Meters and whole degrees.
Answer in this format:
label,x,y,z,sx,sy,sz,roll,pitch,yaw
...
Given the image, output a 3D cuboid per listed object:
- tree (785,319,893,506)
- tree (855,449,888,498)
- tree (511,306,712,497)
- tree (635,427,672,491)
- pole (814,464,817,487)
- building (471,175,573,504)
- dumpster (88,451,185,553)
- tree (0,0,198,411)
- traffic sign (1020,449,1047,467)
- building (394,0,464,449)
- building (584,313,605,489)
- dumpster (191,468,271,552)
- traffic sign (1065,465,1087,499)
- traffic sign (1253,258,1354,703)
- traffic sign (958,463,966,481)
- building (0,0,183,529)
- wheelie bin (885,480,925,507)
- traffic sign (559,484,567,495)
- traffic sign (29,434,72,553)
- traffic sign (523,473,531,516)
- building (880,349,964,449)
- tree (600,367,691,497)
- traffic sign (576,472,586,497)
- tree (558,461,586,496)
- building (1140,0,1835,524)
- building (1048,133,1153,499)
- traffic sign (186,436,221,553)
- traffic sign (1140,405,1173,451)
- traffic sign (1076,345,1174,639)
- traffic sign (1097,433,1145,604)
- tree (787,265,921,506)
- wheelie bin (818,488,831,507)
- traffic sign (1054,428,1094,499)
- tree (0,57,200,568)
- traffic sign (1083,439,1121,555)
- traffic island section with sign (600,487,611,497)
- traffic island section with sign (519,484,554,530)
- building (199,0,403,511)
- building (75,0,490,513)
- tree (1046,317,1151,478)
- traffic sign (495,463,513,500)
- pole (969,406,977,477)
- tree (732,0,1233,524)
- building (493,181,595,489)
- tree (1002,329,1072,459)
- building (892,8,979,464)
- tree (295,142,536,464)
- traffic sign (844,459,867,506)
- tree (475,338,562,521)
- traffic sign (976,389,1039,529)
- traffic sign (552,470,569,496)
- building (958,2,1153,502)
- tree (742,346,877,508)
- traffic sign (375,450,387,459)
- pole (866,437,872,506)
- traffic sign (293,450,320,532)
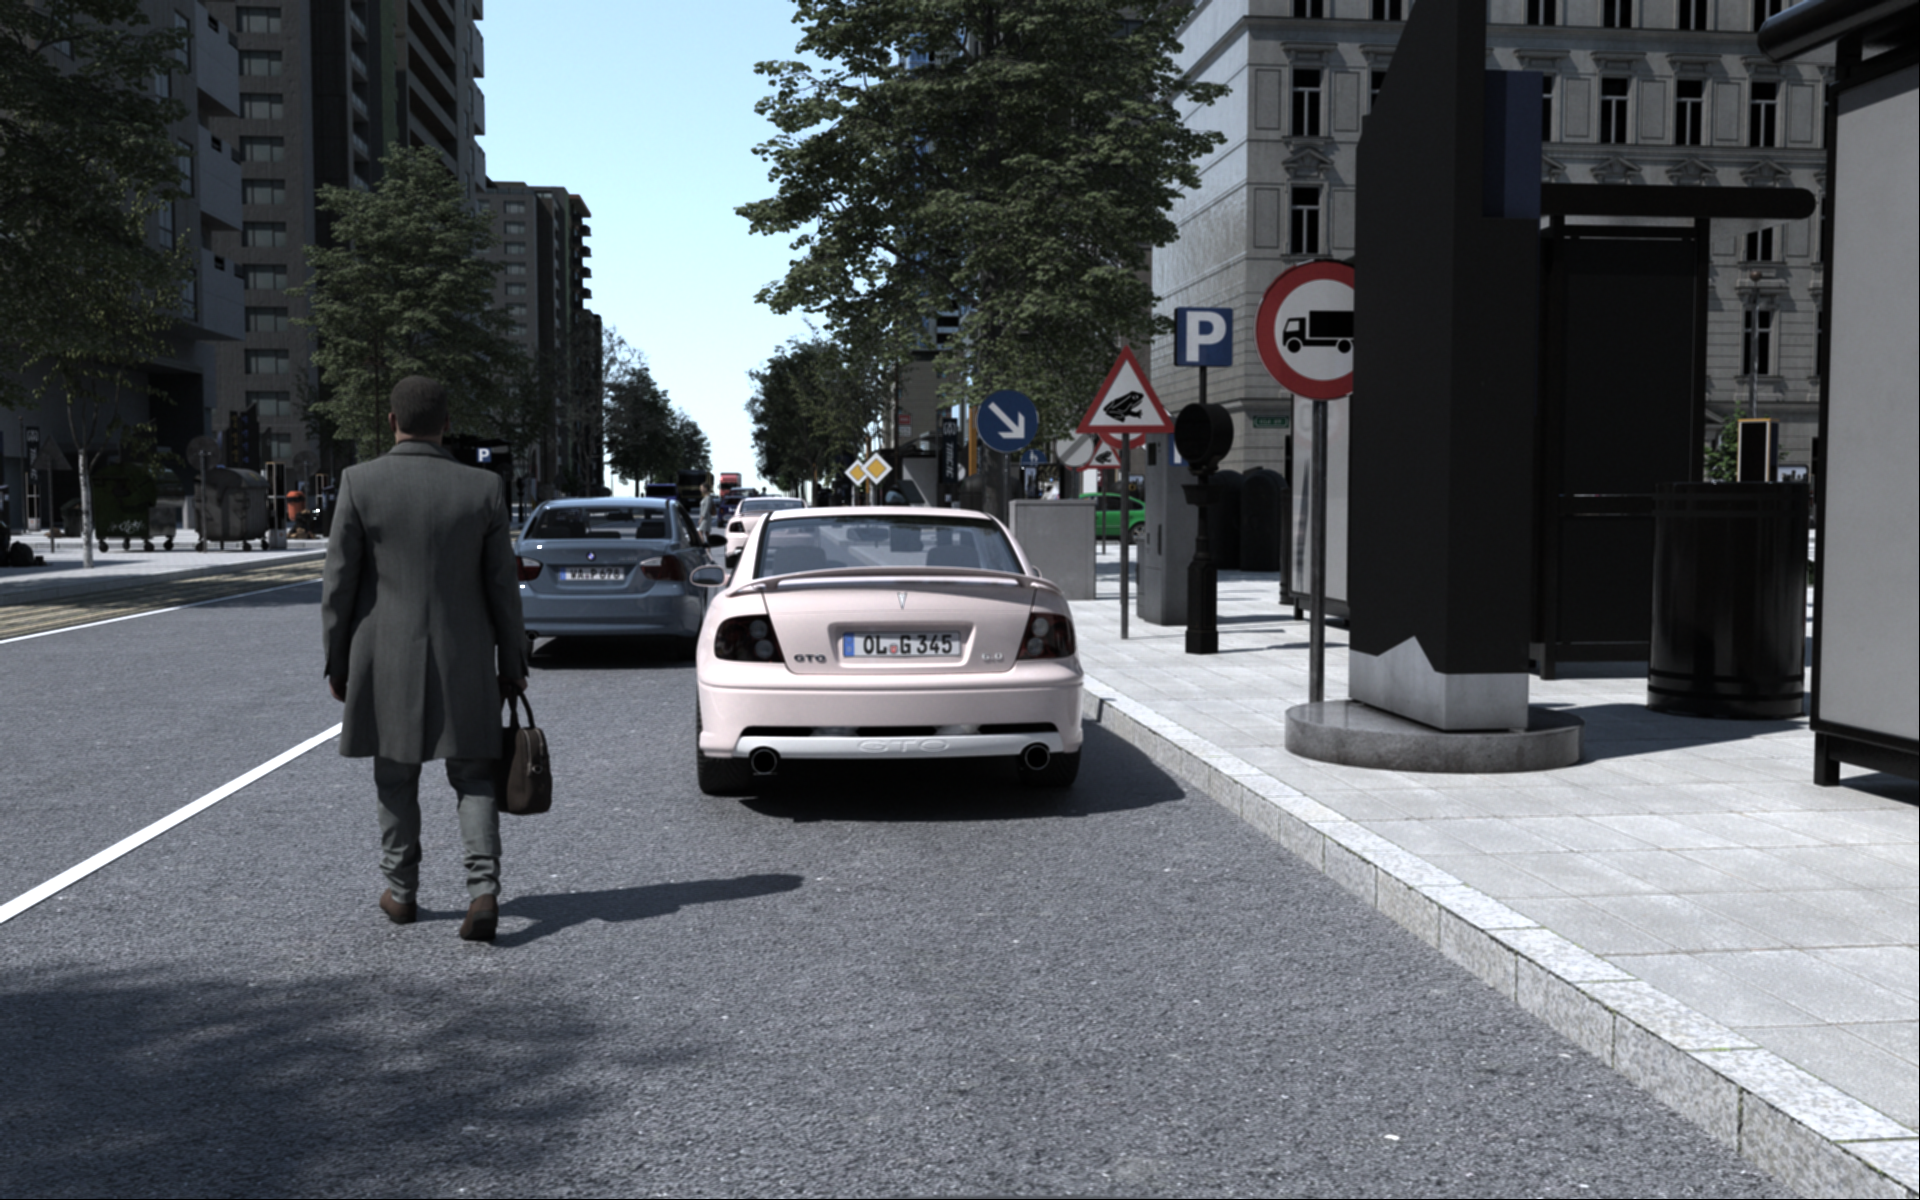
label,x,y,z,sx,sy,sz,roll,pitch,yaw
tree,-4.462,-7.252,68.936,4.737,8.622,4.395,0,3,0
tree,-4.141,-4.873,74.274,1.663,3.219,1.824,0,3,0
tree,-24.616,-12.456,114.025,12.009,13.543,11.850,0,3,0
tree,-29.908,-13.260,167.166,4.360,8.622,3.978,0,3,0
pole,-9.634,-7.441,115.501,0.158,3.312,0.155,0,3,0
building,-58.020,-33.005,223.231,14.154,41.232,14.086,0,4,-6
dumpster,-18.431,-2.218,38.751,1.502,2.255,1.985,0,4,-7
tree,-13.772,-6.364,22.175,7.486,12.596,7.792,0,3,0
traffic sign,2.071,-2.973,48.720,0.768,2.556,0.104,0,4,-1
building,-50.309,-30.975,130.142,21.300,48.544,21.600,0,4,-6
building,-62.721,-30.295,267.031,14.160,30.474,14.107,0,4,-6
dumpster,-16.337,-2.024,38.849,1.264,1.857,1.865,0,4,-6
traffic sign,2.724,-2.451,40.172,0.768,2.556,0.104,0,4,-1
traffic sign,1.967,-0.573,9.483,0.768,2.556,0.104,0,4,-4
traffic sign,-0.158,-4.306,70.516,0.768,2.556,0.104,0,4,-2
building,-46.504,-29.416,70.190,28.713,52.752,27.495,0,4,-6
wheelie bin,-1.245,-1.868,38.453,0.693,1.594,0.980,2,4,33
traffic sign,-23.403,-6.304,103.068,0.884,2.594,0.081,0,4,-4
traffic sign,-19.770,-2.304,37.667,0.884,2.594,0.081,0,4,-5
traffic sign,-25.660,-6.306,103.204,0.768,2.556,0.104,0,4,-5
building,3.749,-24.200,240.716,27.650,21.520,28.899,0,4,-6
tree,-28.622,-14.434,154.124,7.486,12.596,7.792,0,3,0
traffic sign,-22.757,-6.320,103.337,0.884,2.594,0.081,0,4,-4
tree,-22.784,-6.469,100.377,1.663,3.219,1.824,0,3,0
building,31.028,-18.224,74.373,44.131,29.872,17.030,0,4,-6
building,10.044,-15.594,105.875,10.553,20.767,40.483,0,4,-6
traffic sign,-16.487,-2.302,37.749,0.768,2.556,0.104,0,4,3
traffic sign,2.515,-1.269,21.932,0.795,2.450,0.064,0,4,-5
traffic sign,1.455,-0.932,15.244,0.884,2.594,0.081,0,4,0
traffic sign,1.905,-1.222,20.092,0.768,2.556,0.104,0,4,-6
tree,-2.982,-6.382,54.702,4.360,8.622,3.978,0,3,0
wheelie bin,-7.213,-5.201,92.937,0.980,1.594,0.693,1,4,18
traffic sign,2.192,-2.028,33.265,0.768,2.556,0.104,0,4,-1
tree,-14.980,-4.839,29.474,4.737,8.622,4.395,0,3,0
traffic sign,3.033,-2.228,36.438,0.884,2.594,0.081,0,4,0
traffic island section with sign,-19.824,-5.409,97.070,1.989,1.847,2.006,0,4,-6
traffic island section with sign,-16.747,-3.762,70.133,1.989,1.847,2.006,0,4,-6
building,-44.179,-26.077,109.953,14.154,41.232,14.086,0,4,-6
building,-57.447,-34.534,153.862,28.713,52.752,27.495,0,4,-6
tree,5.232,-7.186,67.853,4.360,8.622,3.978,0,3,0
traffic sign,-18.780,-4.357,71.347,0.768,2.556,0.104,0,4,1
pole,0.300,-2.834,40.181,0.158,3.312,0.155,0,3,0
tree,0.380,-6.641,26.715,7.486,12.596,7.792,0,3,0
building,-63.828,-36.101,244.882,22.147,44.769,28.867,0,4,-6
tree,2.825,-7.536,73.575,4.737,8.622,4.395,0,3,0
building,-1.714,-58.442,268.197,22.319,86.520,31.000,0,4,-6
tree,-17.753,-8.439,56.111,7.486,12.596,7.792,0,3,0
traffic sign,-2.895,-2.781,49.113,0.795,2.450,0.064,0,4,-6
tree,-20.740,-8.045,81.893,4.737,8.622,4.395,0,3,0
traffic sign,0.579,-1.291,21.213,0.768,2.556,0.104,0,4,3
traffic sign,-21.292,-5.645,92.299,0.884,2.594,0.081,0,4,1
building,10.807,-43.288,146.017,20.563,71.187,20.611,0,4,-6
tree,-9.167,-10.674,108.925,8.767,10.594,7.601,-2,4,-29
traffic sign,-13.263,-2.219,39.917,0.795,2.450,0.064,0,4,-6
pole,-3.259,-4.166,61.965,0.158,3.312,0.155,0,3,0
traffic sign,-19.055,-3.083,50.507,0.768,2.556,0.104,0,4,-4
